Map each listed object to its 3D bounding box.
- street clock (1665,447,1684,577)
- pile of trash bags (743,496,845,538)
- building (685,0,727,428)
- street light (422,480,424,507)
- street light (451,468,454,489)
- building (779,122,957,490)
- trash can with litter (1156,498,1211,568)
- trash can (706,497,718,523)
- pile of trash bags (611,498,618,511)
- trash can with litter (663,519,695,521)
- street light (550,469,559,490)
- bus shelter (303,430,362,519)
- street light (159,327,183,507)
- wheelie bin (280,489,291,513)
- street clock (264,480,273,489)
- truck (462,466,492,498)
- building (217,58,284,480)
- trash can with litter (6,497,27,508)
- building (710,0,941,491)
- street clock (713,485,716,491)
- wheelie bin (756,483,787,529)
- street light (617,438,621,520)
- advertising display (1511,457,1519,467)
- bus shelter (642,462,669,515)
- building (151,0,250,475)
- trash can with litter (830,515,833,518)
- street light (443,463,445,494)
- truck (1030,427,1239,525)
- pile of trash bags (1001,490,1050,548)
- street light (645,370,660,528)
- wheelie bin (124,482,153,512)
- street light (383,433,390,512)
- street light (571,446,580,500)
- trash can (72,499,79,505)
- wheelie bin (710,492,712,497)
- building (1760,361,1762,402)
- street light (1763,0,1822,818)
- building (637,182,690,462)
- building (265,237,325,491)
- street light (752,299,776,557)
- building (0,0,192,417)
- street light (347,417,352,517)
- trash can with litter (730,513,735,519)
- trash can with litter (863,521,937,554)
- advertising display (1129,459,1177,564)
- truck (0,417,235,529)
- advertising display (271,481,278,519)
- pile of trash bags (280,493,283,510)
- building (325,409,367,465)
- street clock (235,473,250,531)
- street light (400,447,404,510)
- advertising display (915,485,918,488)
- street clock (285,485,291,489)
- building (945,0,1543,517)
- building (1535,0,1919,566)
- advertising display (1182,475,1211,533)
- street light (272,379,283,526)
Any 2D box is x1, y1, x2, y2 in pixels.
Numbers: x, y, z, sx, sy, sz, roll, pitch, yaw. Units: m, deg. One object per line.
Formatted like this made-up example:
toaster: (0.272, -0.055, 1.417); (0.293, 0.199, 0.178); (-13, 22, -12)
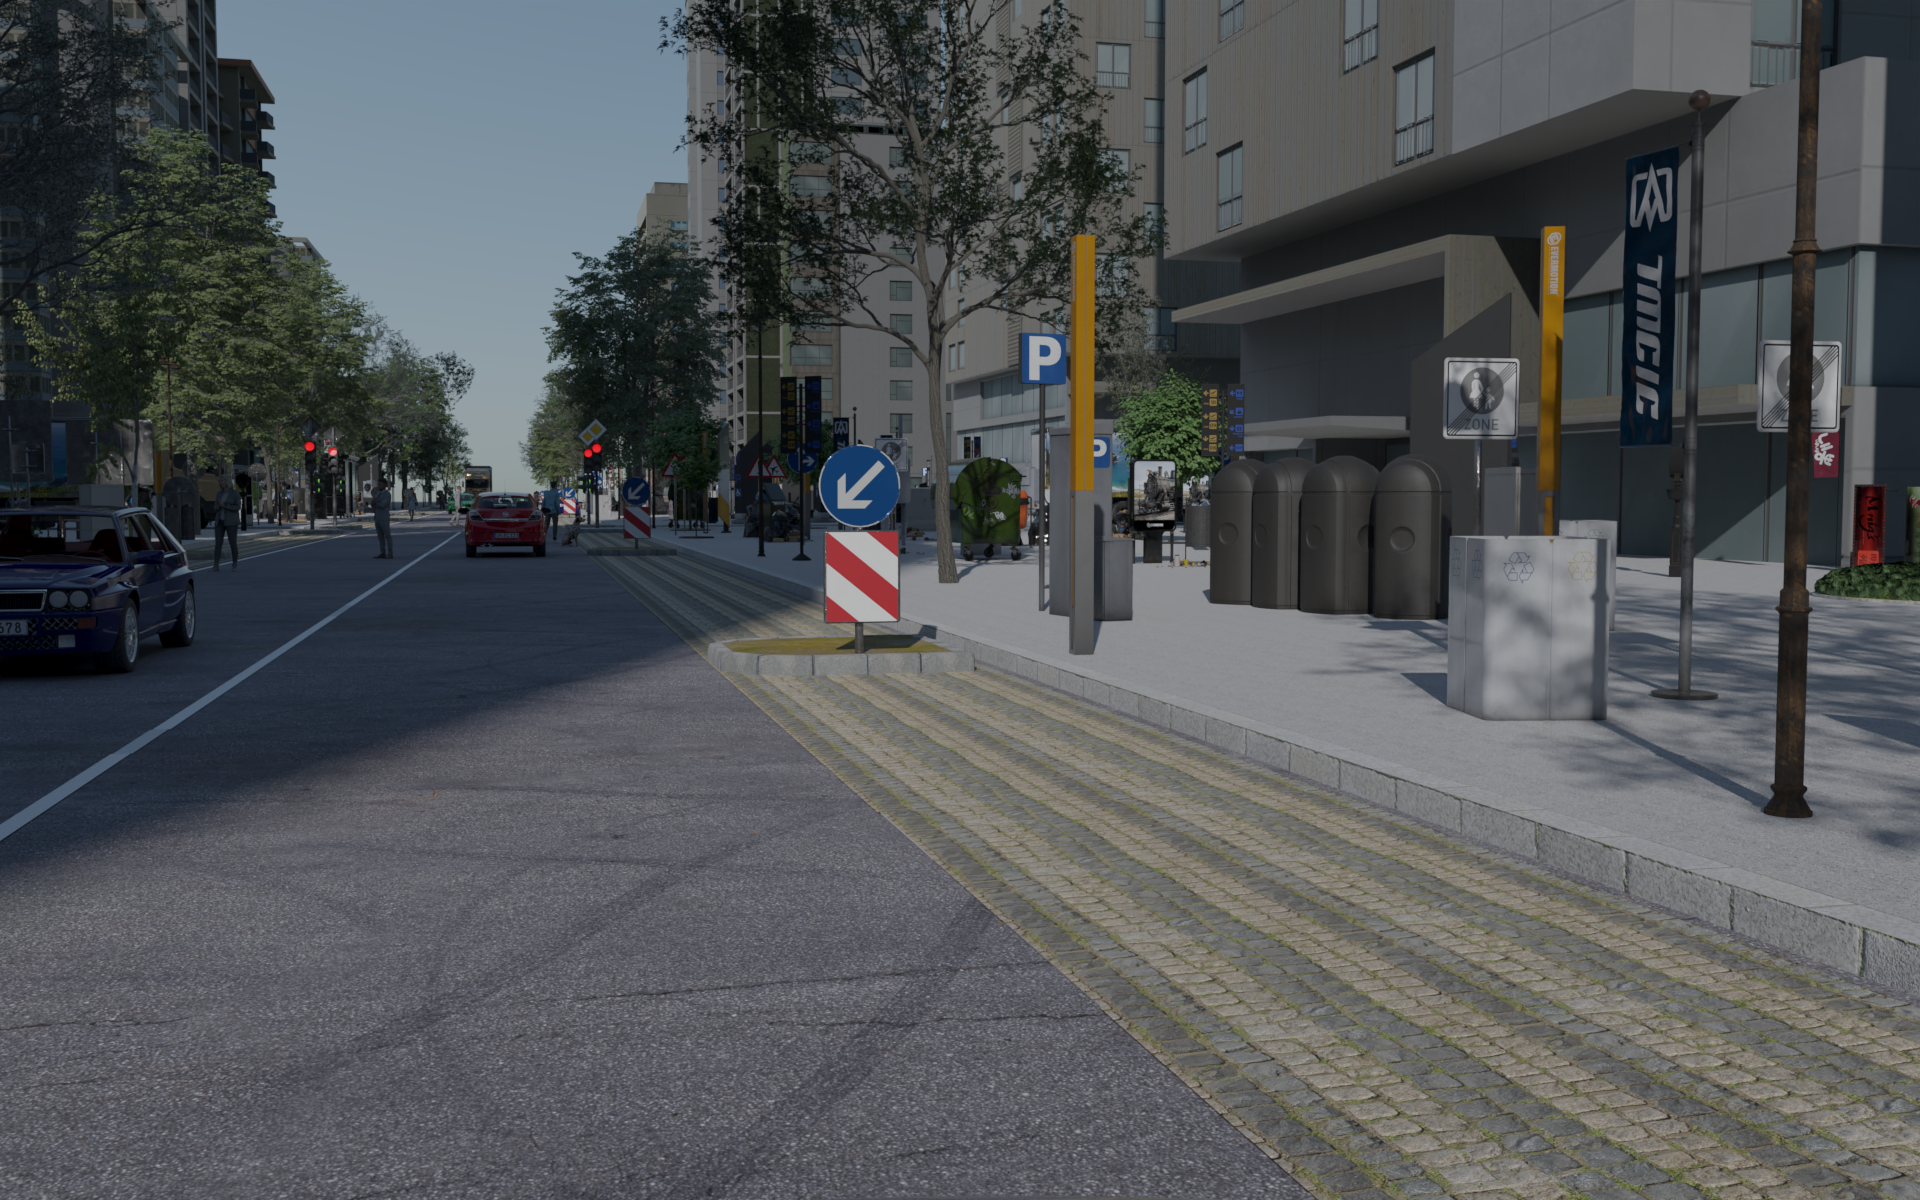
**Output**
street clock: (11.063, -1.354, 26.716); (0.358, 2.002, 0.471); (2, 4, 27)
pile of trash bags: (-4.879, -2.568, 51.737); (3.447, 1.369, 1.912); (0, 4, 6)
building: (-20.244, -40.053, 196.871); (21.231, 58.520, 28.212); (-1, 4, -14)
street light: (-53.738, -12.261, 173.246); (0.468, 5.910, 1.993); (-1, 4, -14)
street light: (-74.189, -17.151, 253.212); (0.468, 5.910, 1.993); (-1, 4, -14)
building: (-7.569, -22.449, 138.743); (14.160, 30.474, 14.107); (-1, 4, -14)
trash can with litter: (4.631, -1.196, 30.610); (2.233, 1.210, 1.678); (1, 4, 10)
trash can: (-10.914, -3.935, 75.998); (0.748, 1.137, 0.748); (0, 3, 0)
pile of trash bags: (-26.668, -7.334, 129.656); (1.912, 1.369, 3.447); (2, 4, 32)
trash can with litter: (-13.521, -4.466, 84.069); (2.233, 1.210, 1.678); (-3, 4, -37)
street light: (-56.697, -16.485, 242.311); (0.468, 5.910, 1.993); (-1, 4, -14)
bus shelter: (-33.514, -7.009, 92.222); (2.179, 5.291, 8.768); (-1, 4, -14)
street light: (-21.923, -4.605, 48.083); (0.468, 5.910, 1.993); (-1, 4, -14)
wheelie bin: (-44.610, -6.536, 114.777); (0.980, 1.594, 0.693); (-1, 4, -15)
street clock: (-36.289, -5.290, 91.066); (0.471, 2.002, 0.358); (1, 4, 16)
truck: (-48.231, -11.290, 173.498); (2.839, 4.237, 11.283); (-1, 4, -14)
building: (-79.457, -31.499, 169.633); (22.147, 44.769, 28.867); (-1, 4, -14)
trash can with litter: (-26.419, -2.337, 49.275); (1.678, 1.210, 2.233); (-1, 4, -12)
building: (-14.224, -44.893, 172.258); (20.563, 71.187, 20.611); (-1, 4, -14)
street clock: (-20.394, -8.572, 144.725); (0.471, 2.002, 0.358); (-2, 4, -29)
wheelie bin: (-5.443, -2.554, 49.674); (0.693, 1.594, 0.980); (3, 4, 38)
street light: (-17.188, -6.996, 87.165); (0.468, 5.910, 1.993); (-1, 4, -14)
advertising display: (9.636, -1.552, 30.588); (0.123, 1.923, 0.974); (0, 4, -1)
bus shelter: (-18.981, -8.098, 110.041); (2.179, 5.291, 8.768); (-1, 4, -14)
building: (-71.458, -43.230, 145.058); (20.563, 71.187, 20.611); (-1, 4, -14)
trash can with litter: (-7.000, -5.333, 98.580); (0.624, 1.170, 1.055); (0, 4, 6)
street light: (-66.801, -15.392, 224.439); (0.468, 5.910, 1.993); (-1, 4, -14)
truck: (8.786, -5.272, 75.103); (11.283, 4.237, 2.839); (-1, 4, -13)
pile of trash bags: (1.616, -2.024, 42.839); (1.912, 1.369, 3.447); (0, 4, 6)
street light: (-11.433, -5.609, 64.488); (0.468, 5.910, 1.993); (-1, 4, -14)
wheelie bin: (-21.700, -2.318, 45.814); (0.693, 1.594, 0.980); (-2, 4, -28)
street light: (-42.012, -9.444, 127.197); (0.468, 5.910, 1.993); (-1, 4, -14)
street light: (-32.134, -10.557, 145.397); (0.468, 5.910, 1.993); (-1, 4, -14)
trash can: (-23.569, -2.152, 46.832); (0.748, 1.137, 0.748); (0, 3, 0)
wheelie bin: (-17.049, -6.630, 116.303); (0.693, 1.594, 0.980); (-2, 4, -35)
building: (43.952, -25.962, 108.066); (14.086, 41.232, 14.154); (-1, 4, -14)
street light: (3.317, -2.078, 6.758); (0.468, 5.910, 1.993); (-1, 4, -14)
building: (-37.896, -39.284, 265.990); (21.300, 48.544, 21.600); (-1, 4, -14)
building: (-102.392, -33.598, 241.207); (32.217, 40.220, 23.993); (-1, 4, -14)
street light: (-4.084, -3.833, 35.458); (0.468, 5.910, 1.993); (-1, 4, -14)
building: (-69.315, -26.334, 122.443); (32.217, 40.220, 23.993); (-1, 4, -14)
street light: (-34.675, -7.682, 98.387); (0.468, 5.910, 1.993); (-1, 4, -14)
trash can with litter: (-11.349, -4.738, 88.854); (1.055, 1.170, 0.624); (-1, 4, -13)
trash can with litter: (-1.725, -1.614, 37.440); (1.678, 1.210, 2.233); (-3, 5, -44)
advertising display: (3.568, -1.639, 32.005); (0.974, 1.923, 0.123); (-2, 4, -28)
truck: (-32.326, -4.611, 64.299); (11.283, 4.237, 2.839); (-1, 4, -15)
advertising display: (-38.023, -5.561, 96.136); (0.123, 1.923, 0.974); (-2, 4, -33)
pile of trash bags: (-49.461, -7.116, 126.092); (1.912, 1.369, 3.447); (-1, 4, -17)
building: (-107.467, -25.883, 268.233); (27.650, 21.520, 28.899); (-1, 4, -14)
street clock: (-24.944, -3.406, 60.261); (0.471, 2.002, 0.358); (-1, 4, -23)
street light: (-46.306, -10.463, 143.850); (0.468, 5.910, 1.993); (-1, 4, -14)
advertising display: (-3.030, -7.045, 120.403); (0.123, 1.923, 0.974); (0, 4, 6)
street clock: (-51.907, -7.908, 133.870); (0.358, 2.002, 0.471); (0, 4, 4)
building: (14.862, -31.563, 105.295); (27.495, 52.752, 28.713); (-1, 4, -14)
building: (22.573, -27.820, 44.104); (28.713, 52.752, 27.495); (-1, 4, -14)
advertising display: (7.737, -3.152, 56.742); (0.974, 1.923, 0.123); (2, 4, 32)
street light: (-27.413, -5.924, 69.652); (0.468, 5.910, 1.993); (-1, 4, -14)
